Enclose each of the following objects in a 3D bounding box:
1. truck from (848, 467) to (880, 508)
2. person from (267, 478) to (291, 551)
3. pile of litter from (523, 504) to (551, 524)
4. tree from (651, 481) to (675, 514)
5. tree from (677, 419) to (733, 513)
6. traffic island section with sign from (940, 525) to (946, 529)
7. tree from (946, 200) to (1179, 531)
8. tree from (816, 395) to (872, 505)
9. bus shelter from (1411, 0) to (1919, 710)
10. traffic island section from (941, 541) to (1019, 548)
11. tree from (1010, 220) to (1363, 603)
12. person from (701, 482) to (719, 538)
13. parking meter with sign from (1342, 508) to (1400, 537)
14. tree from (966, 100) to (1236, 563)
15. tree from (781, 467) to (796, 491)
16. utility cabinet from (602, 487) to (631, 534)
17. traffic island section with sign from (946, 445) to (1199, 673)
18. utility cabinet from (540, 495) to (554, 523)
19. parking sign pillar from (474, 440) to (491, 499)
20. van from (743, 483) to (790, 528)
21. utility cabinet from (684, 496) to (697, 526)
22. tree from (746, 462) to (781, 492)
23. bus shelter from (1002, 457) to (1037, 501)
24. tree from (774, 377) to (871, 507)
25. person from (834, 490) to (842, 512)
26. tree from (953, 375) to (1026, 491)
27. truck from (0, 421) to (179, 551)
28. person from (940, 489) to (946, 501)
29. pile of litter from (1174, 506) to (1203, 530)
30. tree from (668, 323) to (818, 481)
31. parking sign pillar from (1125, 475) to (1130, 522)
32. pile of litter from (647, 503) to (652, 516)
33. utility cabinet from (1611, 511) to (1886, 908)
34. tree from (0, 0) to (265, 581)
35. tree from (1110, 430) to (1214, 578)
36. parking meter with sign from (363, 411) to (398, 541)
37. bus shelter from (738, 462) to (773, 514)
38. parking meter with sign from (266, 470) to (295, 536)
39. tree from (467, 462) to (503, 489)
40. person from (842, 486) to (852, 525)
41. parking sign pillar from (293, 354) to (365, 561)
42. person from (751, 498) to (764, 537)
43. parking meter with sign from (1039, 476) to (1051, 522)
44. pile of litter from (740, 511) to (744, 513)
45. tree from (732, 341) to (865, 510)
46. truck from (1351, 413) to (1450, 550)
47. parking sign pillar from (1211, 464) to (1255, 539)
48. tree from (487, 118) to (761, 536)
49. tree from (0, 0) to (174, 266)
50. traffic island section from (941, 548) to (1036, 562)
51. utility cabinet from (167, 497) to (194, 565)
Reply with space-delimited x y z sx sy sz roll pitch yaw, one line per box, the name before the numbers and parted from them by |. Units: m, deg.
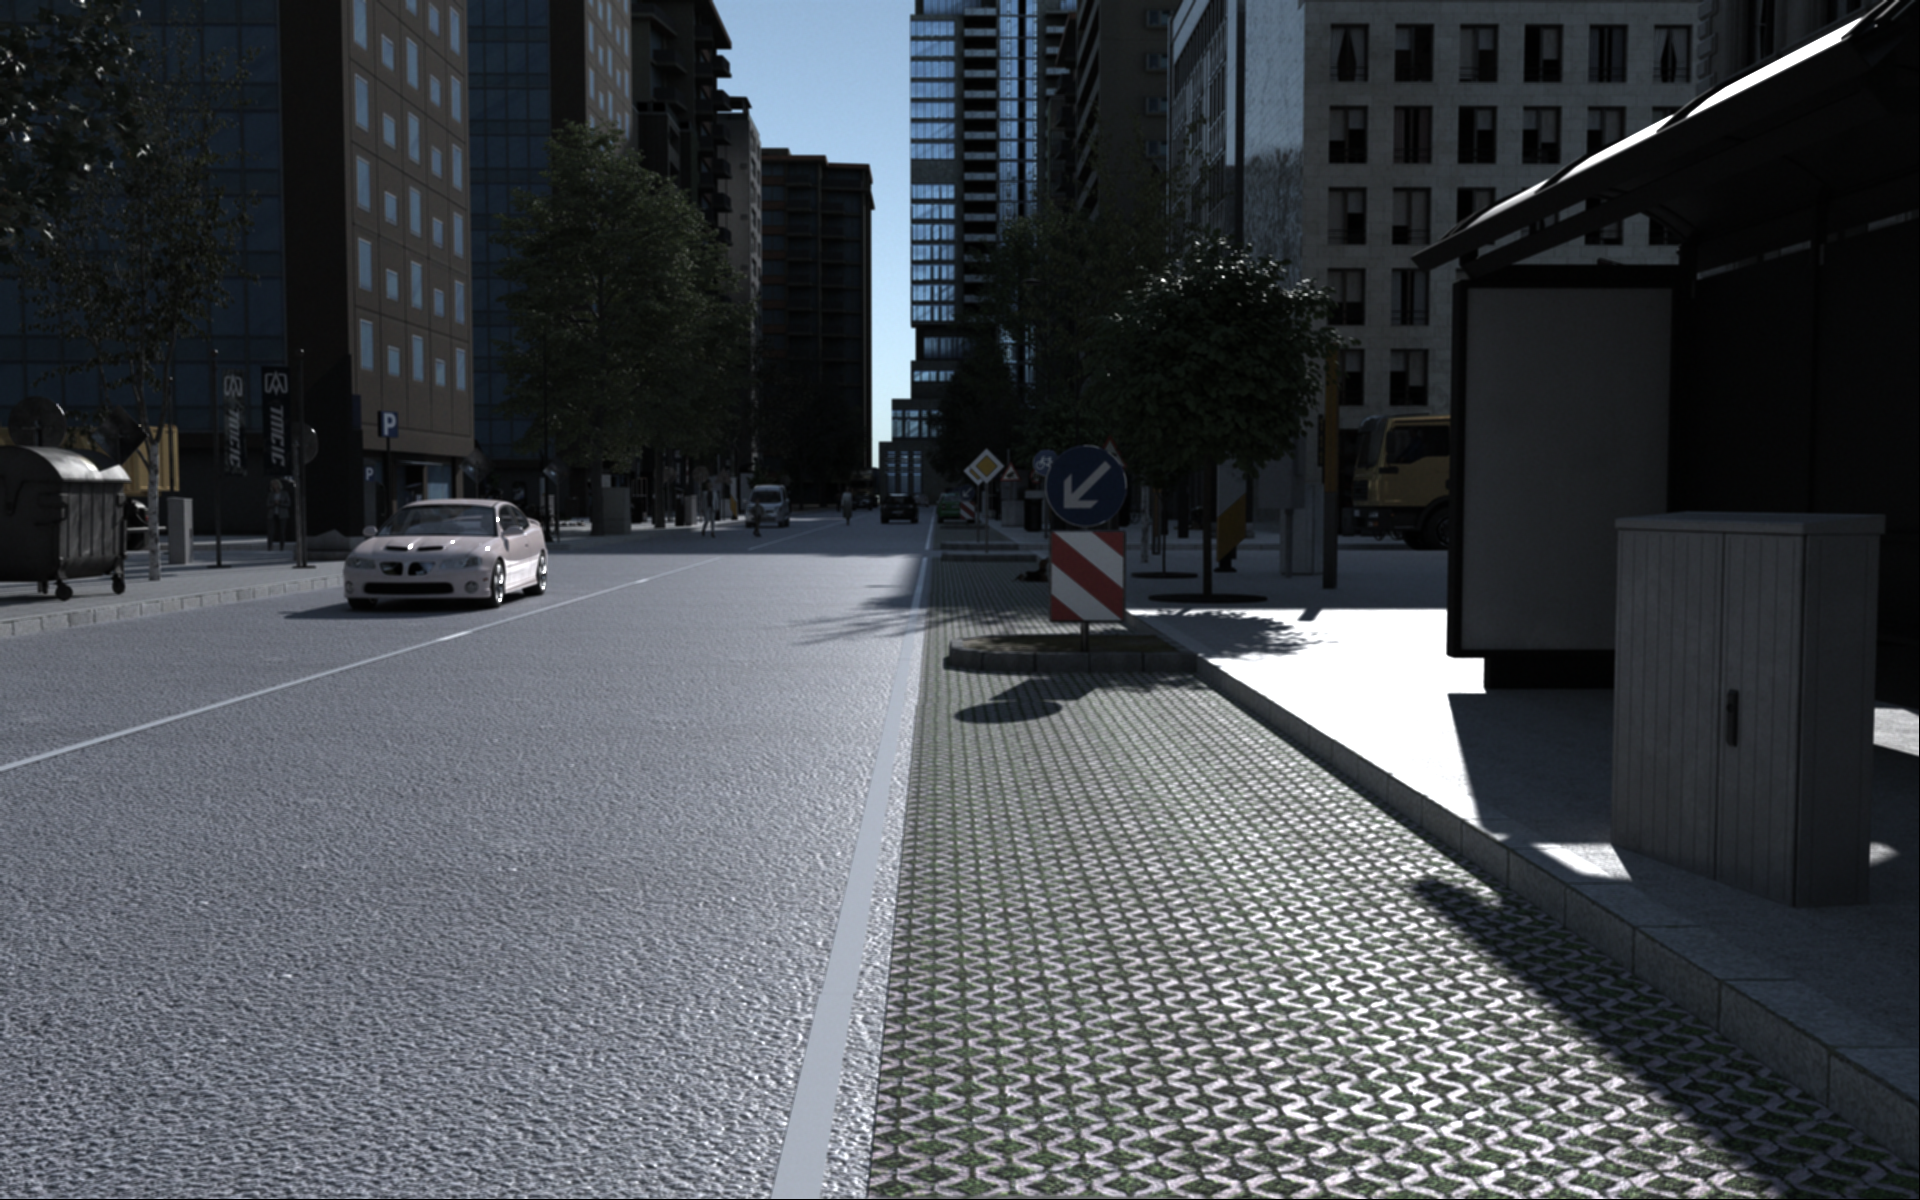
truck | -10.108 -11.946 184.226 2.839 4.237 11.283 0 4 1
person | -16.158 -1.980 41.055 0.537 1.800 0.526 0 4 -5
pile of litter | -18.382 -3.692 74.321 1.719 0.858 1.176 0 4 4
tree | -18.874 -7.061 110.046 1.663 3.219 1.824 0 3 0
tree | -17.137 -10.088 115.294 4.737 8.622 4.395 0 3 0
traffic island section with sign | 0.177 -3.820 71.078 1.989 1.847 2.006 0 4 -1
tree | 3.454 -8.219 60.129 9.928 11.665 9.643 0 3 0
tree | -13.870 -17.090 197.542 7.486 12.596 7.792 0 3 0
bus shelter | 4.045 -0.913 8.858 2.014 3.302 5.546 0 4 -1
traffic island section | 0.500 -1.435 45.737 2.009 0.180 2.903 0 4 -1
tree | 3.095 -2.276 20.919 4.285 4.588 4.351 0 3 0
person | -8.292 -2.991 57.283 0.514 1.842 0.818 -2 4 -30
parking meter with sign | 12.454 -3.431 52.353 1.738 3.016 0.543 0 4 7
tree | 3.297 -4.997 32.063 4.737 8.622 4.395 0 3 0
tree | -12.733 -7.886 123.541 1.663 3.219 1.824 0 3 0
utility cabinet | -10.971 -2.831 54.961 1.173 1.500 0.318 2 4 34
traffic island section with sign | 0.902 -0.374 14.747 1.989 1.847 2.006 0 4 -1
utility cabinet | -18.213 -3.991 76.412 0.306 1.237 1.020 0 4 6
parking sign pillar | -23.778 -5.985 86.325 1.447 3.967 1.447 0 4 2
van | -8.340 -4.165 75.108 2.013 2.044 4.112 0 4 -1
utility cabinet | -10.927 -3.615 70.262 0.306 1.237 1.020 0 4 4
tree | -12.096 -6.662 103.520 1.663 3.219 1.824 0 3 0
bus shelter | 3.149 -5.963 91.415 2.014 3.302 5.546 0 4 -1
tree | -13.454 -15.423 169.174 9.611 12.733 9.660 0 3 0
person | -9.872 -8.100 141.640 1.217 1.736 0.721 3 5 41
tree | 2.149 -9.658 108.274 4.360 8.622 3.978 0 3 0
truck | -24.002 -2.770 41.217 9.791 3.379 3.469 0 4 -1
person | -1.041 -6.436 113.949 0.478 1.798 0.641 2 4 32
pile of litter | 8.393 -2.973 62.578 1.176 0.858 1.719 -1 4 -13
tree | -12.244 -9.782 94.344 8.767 10.594 7.601 -2 4 -33
parking sign pillar | 7.454 -5.814 83.528 1.447 3.967 1.447 3 4 37
pile of litter | -18.080 -5.344 101.335 1.176 0.858 1.719 0 4 -6
utility cabinet | 2.610 0.325 5.851 0.306 1.237 1.020 -1 4 -11
tree | -12.143 -4.605 25.653 4.360 8.622 3.978 0 3 0
tree | 3.060 -1.971 26.823 1.663 3.219 1.824 0 3 0
parking meter with sign | -12.816 -2.481 36.817 1.738 3.016 0.543 1 4 20
bus shelter | -13.400 -7.266 112.723 2.014 3.302 5.546 0 4 -1
parking meter with sign | -20.089 -3.376 51.458 1.738 3.016 0.543 3 5 43
tree | -24.027 -5.734 88.345 1.663 3.219 1.824 0 3 0
person | -5.194 -4.353 79.903 0.478 1.798 0.641 1 4 9
parking sign pillar | -12.298 -2.774 33.819 1.447 3.967 1.447 2 4 24
person | -6.812 -2.792 58.427 0.475 1.303 0.640 -3 4 -38
parking meter with sign | 4.027 -5.107 79.766 0.543 3.016 1.738 -1 4 -21
pile of litter | -15.139 -6.475 119.824 1.176 0.858 1.719 1 4 22
tree | -12.634 -13.920 137.961 12.009 13.543 11.850 0 3 0
truck | 13.747 -2.831 42.214 9.791 3.379 3.469 0 3 0
parking sign pillar | 7.869 -3.787 50.397 1.447 3.967 1.447 3 5 41
tree | -10.812 -8.248 52.987 7.486 12.596 7.792 0 3 0
tree | -11.438 -5.831 12.343 9.611 12.733 9.660 0 3 0
traffic island section | 0.602 -0.946 37.752 2.009 0.180 2.903 0 4 -1
utility cabinet | -14.400 -1.276 32.017 0.306 1.237 1.020 -1 4 -16
